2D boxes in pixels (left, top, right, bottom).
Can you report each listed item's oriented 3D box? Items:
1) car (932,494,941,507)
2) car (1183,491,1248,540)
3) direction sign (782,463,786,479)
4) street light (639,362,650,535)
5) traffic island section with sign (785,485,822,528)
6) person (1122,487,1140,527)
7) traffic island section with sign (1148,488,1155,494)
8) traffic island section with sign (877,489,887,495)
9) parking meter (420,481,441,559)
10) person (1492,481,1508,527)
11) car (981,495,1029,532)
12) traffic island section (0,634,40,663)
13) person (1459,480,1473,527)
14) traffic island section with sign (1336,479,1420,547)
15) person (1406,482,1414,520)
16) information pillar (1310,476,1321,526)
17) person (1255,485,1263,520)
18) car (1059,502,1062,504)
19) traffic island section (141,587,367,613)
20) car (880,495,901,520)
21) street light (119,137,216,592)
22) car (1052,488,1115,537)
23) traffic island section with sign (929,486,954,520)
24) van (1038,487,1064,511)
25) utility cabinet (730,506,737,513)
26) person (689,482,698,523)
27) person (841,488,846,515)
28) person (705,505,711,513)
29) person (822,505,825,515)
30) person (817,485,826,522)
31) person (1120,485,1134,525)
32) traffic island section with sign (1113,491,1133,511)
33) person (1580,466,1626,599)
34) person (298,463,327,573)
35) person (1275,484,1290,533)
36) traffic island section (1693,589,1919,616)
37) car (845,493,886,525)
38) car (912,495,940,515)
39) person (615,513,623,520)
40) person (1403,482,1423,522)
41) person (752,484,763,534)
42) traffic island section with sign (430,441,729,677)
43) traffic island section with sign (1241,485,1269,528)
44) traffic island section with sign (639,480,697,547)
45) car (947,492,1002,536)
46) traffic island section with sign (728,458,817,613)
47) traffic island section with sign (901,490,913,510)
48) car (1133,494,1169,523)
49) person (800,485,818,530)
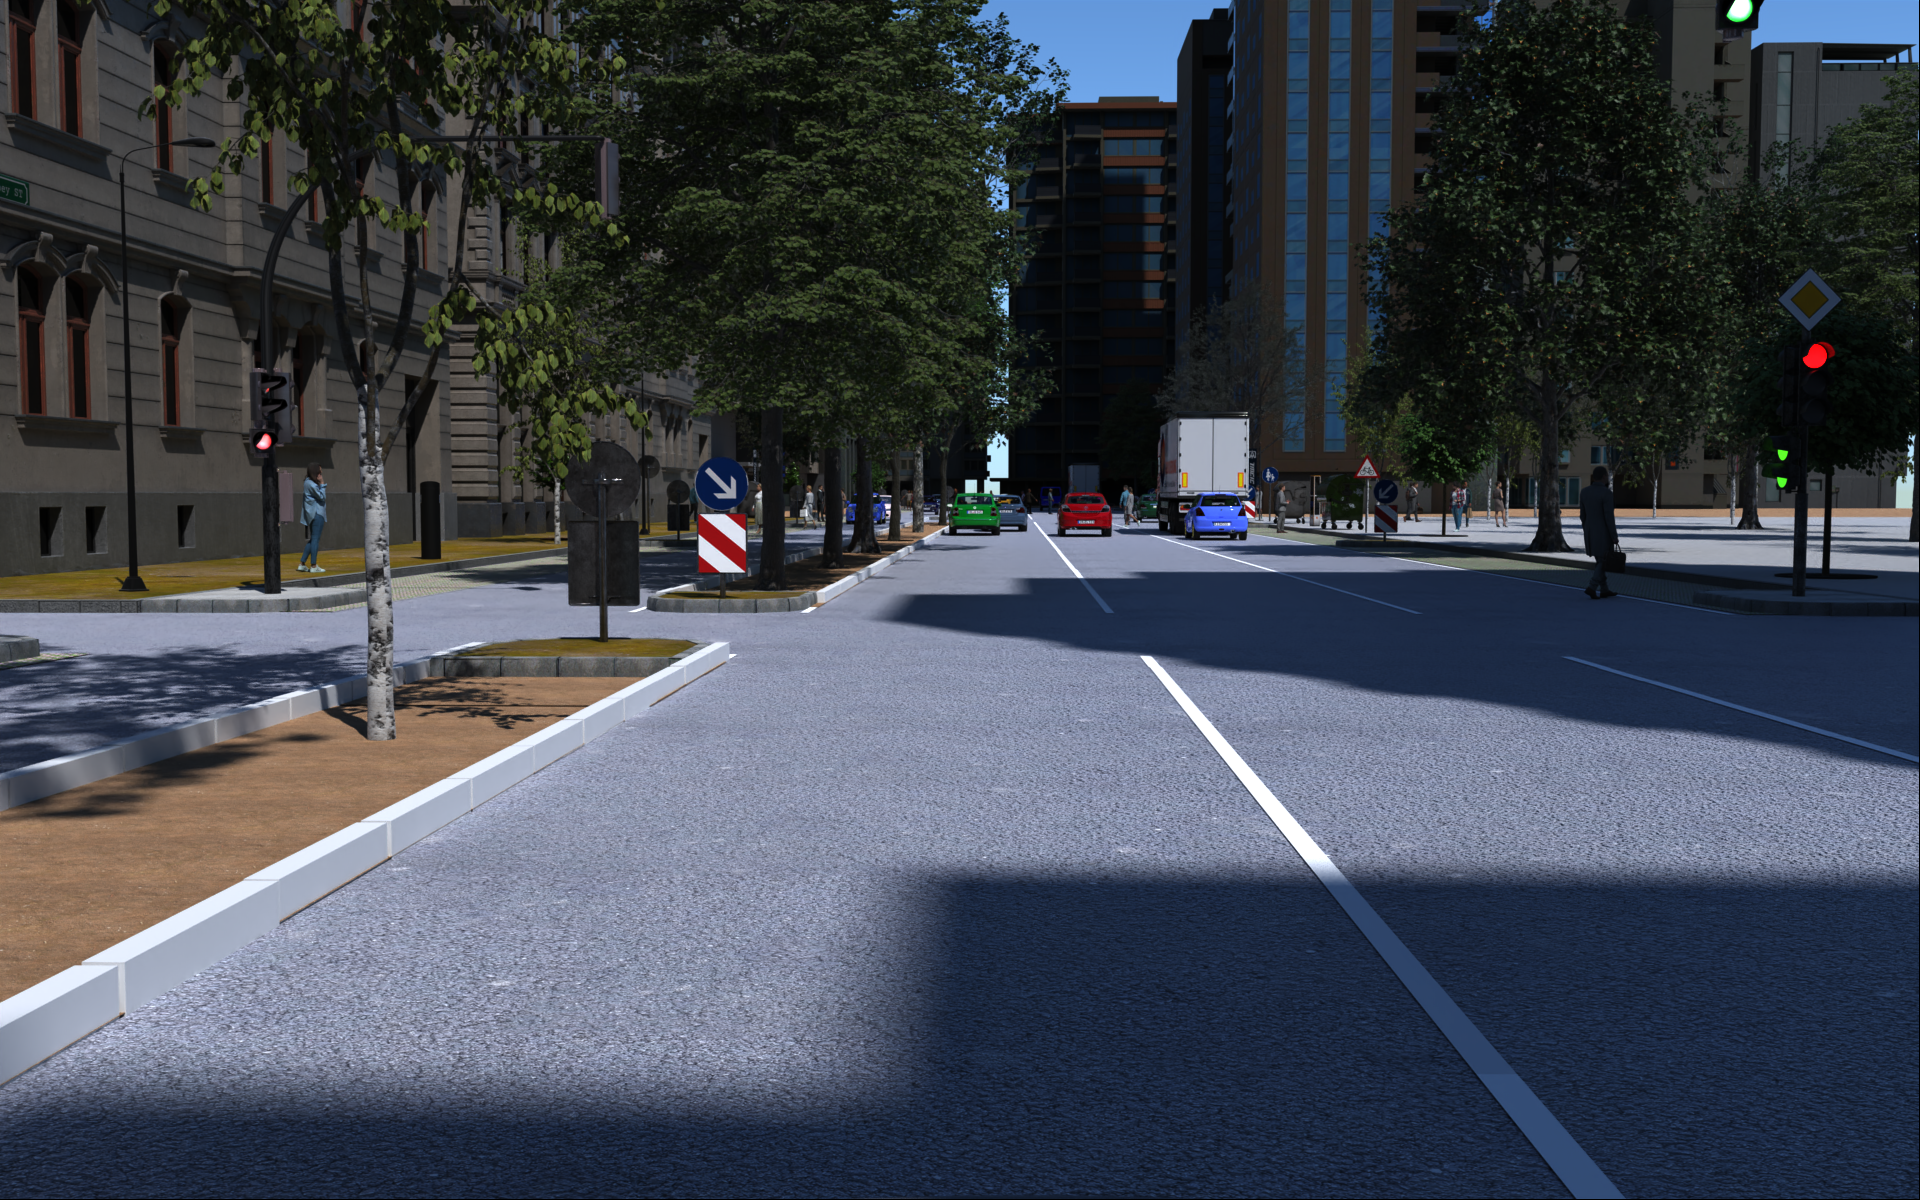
[{"bbox_3d":[-2.089,-9.540,167.982,2.014,1.417,4.499,0,4,3],"label":"car"},{"bbox_3d":[8.091,-2.774,54.954,1.945,1.707,3.694,0,4,2],"label":"car"},{"bbox_3d":[-9.239,-5.840,87.479,0.876,3.537,0.379,0,4,2],"label":"direction sign"},{"bbox_3d":[-9.409,-5.003,54.344,1.470,5.913,1.316,0,4,2],"label":"street light"},{"bbox_3d":[-7.012,-4.038,74.652,1.989,1.847,2.006,0,4,2],"label":"traffic island section with sign"},{"bbox_3d":[7.398,-4.015,74.891,0.760,1.731,0.466,-1,4,-8],"label":"person"},{"bbox_3d":[13.553,-7.024,123.464,1.989,1.847,2.006,0,4,2],"label":"traffic island section with sign"},{"bbox_3d":[-5.549,-7.074,124.288,1.989,1.847,2.006,0,4,2],"label":"traffic island section with sign"},{"bbox_3d":[-10.431,-1.573,34.122,0.372,1.533,0.369,0,3,0],"label":"parking meter"},{"bbox_3d":[20.919,-3.713,67.086,0.374,1.781,0.599,-2,4,-31],"label":"person"},{"bbox_3d":[1.703,-3.395,67.512,2.014,1.417,4.499,0,4,0],"label":"car"},{"bbox_3d":[-9.111,0.485,14.345,2.009,0.180,2.903,0,4,2],"label":"traffic island section"},{"bbox_3d":[19.480,-3.715,66.772,0.794,1.824,0.713,2,4,34],"label":"person"},{"bbox_3d":[11.309,-2.354,47.123,1.989,1.847,2.006,0,4,2],"label":"traffic island section with sign"},{"bbox_3d":[21.926,-4.792,84.201,0.447,1.846,0.655,0,4,1],"label":"person"},{"bbox_3d":[14.126,-3.939,68.895,0.304,2.012,0.304,-1,4,-22],"label":"information pillar"},{"bbox_3d":[14.905,-4.877,86.524,0.466,1.731,0.760,2,4,26],"label":"person"},{"bbox_3d":[5.832,-4.379,83.399,2.131,1.459,4.920,0,4,4],"label":"car"},{"bbox_3d":[-8.876,-0.003,22.326,2.009,0.180,2.903,0,4,2],"label":"traffic island section"},{"bbox_3d":[-4.284,-5.081,95.440,2.083,1.381,4.827,0,4,2],"label":"car"},{"bbox_3d":[-10.390,-3.069,22.715,1.470,5.913,1.316,0,4,2],"label":"street light"},{"bbox_3d":[4.266,-3.092,59.596,2.155,1.783,4.494,0,4,2],"label":"car"},{"bbox_3d":[-0.692,-5.430,96.914,2.006,1.907,1.989,0,4,2],"label":"traffic island section with sign"},{"bbox_3d":[7.772,-8.801,148.278,2.240,2.365,5.245,0,4,2],"label":"van"},{"bbox_3d":[-9.589,-3.947,73.205,0.318,1.500,1.173,0,4,-6],"label":"utility cabinet"},{"bbox_3d":[-11.944,-4.364,77.415,0.660,1.820,0.620,3,5,44],"label":"person"},{"bbox_3d":[-6.657,-5.373,96.688,0.374,1.781,0.599,-3,5,-42],"label":"person"},{"bbox_3d":[-11.640,-4.502,79.449,0.447,1.846,0.655,0,4,-2],"label":"person"},{"bbox_3d":[-6.550,-4.373,84.661,0.373,1.253,0.362,1,4,21],"label":"person"},{"bbox_3d":[-7.107,-4.955,88.875,0.474,1.900,0.648,-1,4,-21],"label":"person"},{"bbox_3d":[7.696,-4.388,80.101,0.638,1.841,0.748,1,4,13],"label":"person"},{"bbox_3d":[14.340,-8.672,150.408,1.989,1.847,2.006,0,4,2],"label":"traffic island section with sign"},{"bbox_3d":[8.808,-0.925,23.727,0.767,1.812,0.694,-1,4,-22],"label":"person"},{"bbox_3d":[-10.601,-1.347,28.339,0.793,1.790,0.793,2,4,27],"label":"person"},{"bbox_3d":[11.832,-3.340,63.307,0.583,1.804,0.606,0,4,-4],"label":"person"},{"bbox_3d":[10.556,0.032,21.753,2.009,0.180,2.903,0,4,2],"label":"traffic island section"},{"bbox_3d":[-4.481,-4.470,82.675,1.945,1.707,3.694,0,4,2],"label":"car"},{"bbox_3d":[-2.332,-6.546,119.614,1.945,1.354,3.894,0,4,0],"label":"car"},{"bbox_3d":[-11.723,-3.237,59.161,0.606,1.804,0.583,0,4,7],"label":"person"},{"bbox_3d":[20.640,-4.455,78.851,0.822,1.834,0.622,2,4,25],"label":"person"},{"bbox_3d":[-7.094,-3.248,61.835,0.641,1.798,0.478,-2,4,-32],"label":"person"},{"bbox_3d":[-3.114,-0.383,14.403,2.006,1.907,1.989,0,4,2],"label":"traffic island section with sign"},{"bbox_3d":[12.097,-4.002,74.067,1.989,1.847,2.006,0,4,2],"label":"traffic island section with sign"},{"bbox_3d":[-7.795,-2.390,47.708,1.989,1.847,2.006,0,4,2],"label":"traffic island section with sign"},{"bbox_3d":[0.506,-3.208,61.253,1.959,1.807,4.718,0,3,0],"label":"car"},{"bbox_3d":[-2.887,-0.836,21.807,2.006,1.907,1.989,0,4,2],"label":"traffic island section with sign"},{"bbox_3d":[-4.771,-8.722,151.232,1.989,1.847,2.006,0,4,2],"label":"traffic island section with sign"},{"bbox_3d":[9.863,-4.693,88.532,2.131,1.459,4.920,0,4,2],"label":"car"},{"bbox_3d":[-6.067,-3.722,69.703,0.694,1.780,0.624,-3,5,-44],"label":"person"}]
